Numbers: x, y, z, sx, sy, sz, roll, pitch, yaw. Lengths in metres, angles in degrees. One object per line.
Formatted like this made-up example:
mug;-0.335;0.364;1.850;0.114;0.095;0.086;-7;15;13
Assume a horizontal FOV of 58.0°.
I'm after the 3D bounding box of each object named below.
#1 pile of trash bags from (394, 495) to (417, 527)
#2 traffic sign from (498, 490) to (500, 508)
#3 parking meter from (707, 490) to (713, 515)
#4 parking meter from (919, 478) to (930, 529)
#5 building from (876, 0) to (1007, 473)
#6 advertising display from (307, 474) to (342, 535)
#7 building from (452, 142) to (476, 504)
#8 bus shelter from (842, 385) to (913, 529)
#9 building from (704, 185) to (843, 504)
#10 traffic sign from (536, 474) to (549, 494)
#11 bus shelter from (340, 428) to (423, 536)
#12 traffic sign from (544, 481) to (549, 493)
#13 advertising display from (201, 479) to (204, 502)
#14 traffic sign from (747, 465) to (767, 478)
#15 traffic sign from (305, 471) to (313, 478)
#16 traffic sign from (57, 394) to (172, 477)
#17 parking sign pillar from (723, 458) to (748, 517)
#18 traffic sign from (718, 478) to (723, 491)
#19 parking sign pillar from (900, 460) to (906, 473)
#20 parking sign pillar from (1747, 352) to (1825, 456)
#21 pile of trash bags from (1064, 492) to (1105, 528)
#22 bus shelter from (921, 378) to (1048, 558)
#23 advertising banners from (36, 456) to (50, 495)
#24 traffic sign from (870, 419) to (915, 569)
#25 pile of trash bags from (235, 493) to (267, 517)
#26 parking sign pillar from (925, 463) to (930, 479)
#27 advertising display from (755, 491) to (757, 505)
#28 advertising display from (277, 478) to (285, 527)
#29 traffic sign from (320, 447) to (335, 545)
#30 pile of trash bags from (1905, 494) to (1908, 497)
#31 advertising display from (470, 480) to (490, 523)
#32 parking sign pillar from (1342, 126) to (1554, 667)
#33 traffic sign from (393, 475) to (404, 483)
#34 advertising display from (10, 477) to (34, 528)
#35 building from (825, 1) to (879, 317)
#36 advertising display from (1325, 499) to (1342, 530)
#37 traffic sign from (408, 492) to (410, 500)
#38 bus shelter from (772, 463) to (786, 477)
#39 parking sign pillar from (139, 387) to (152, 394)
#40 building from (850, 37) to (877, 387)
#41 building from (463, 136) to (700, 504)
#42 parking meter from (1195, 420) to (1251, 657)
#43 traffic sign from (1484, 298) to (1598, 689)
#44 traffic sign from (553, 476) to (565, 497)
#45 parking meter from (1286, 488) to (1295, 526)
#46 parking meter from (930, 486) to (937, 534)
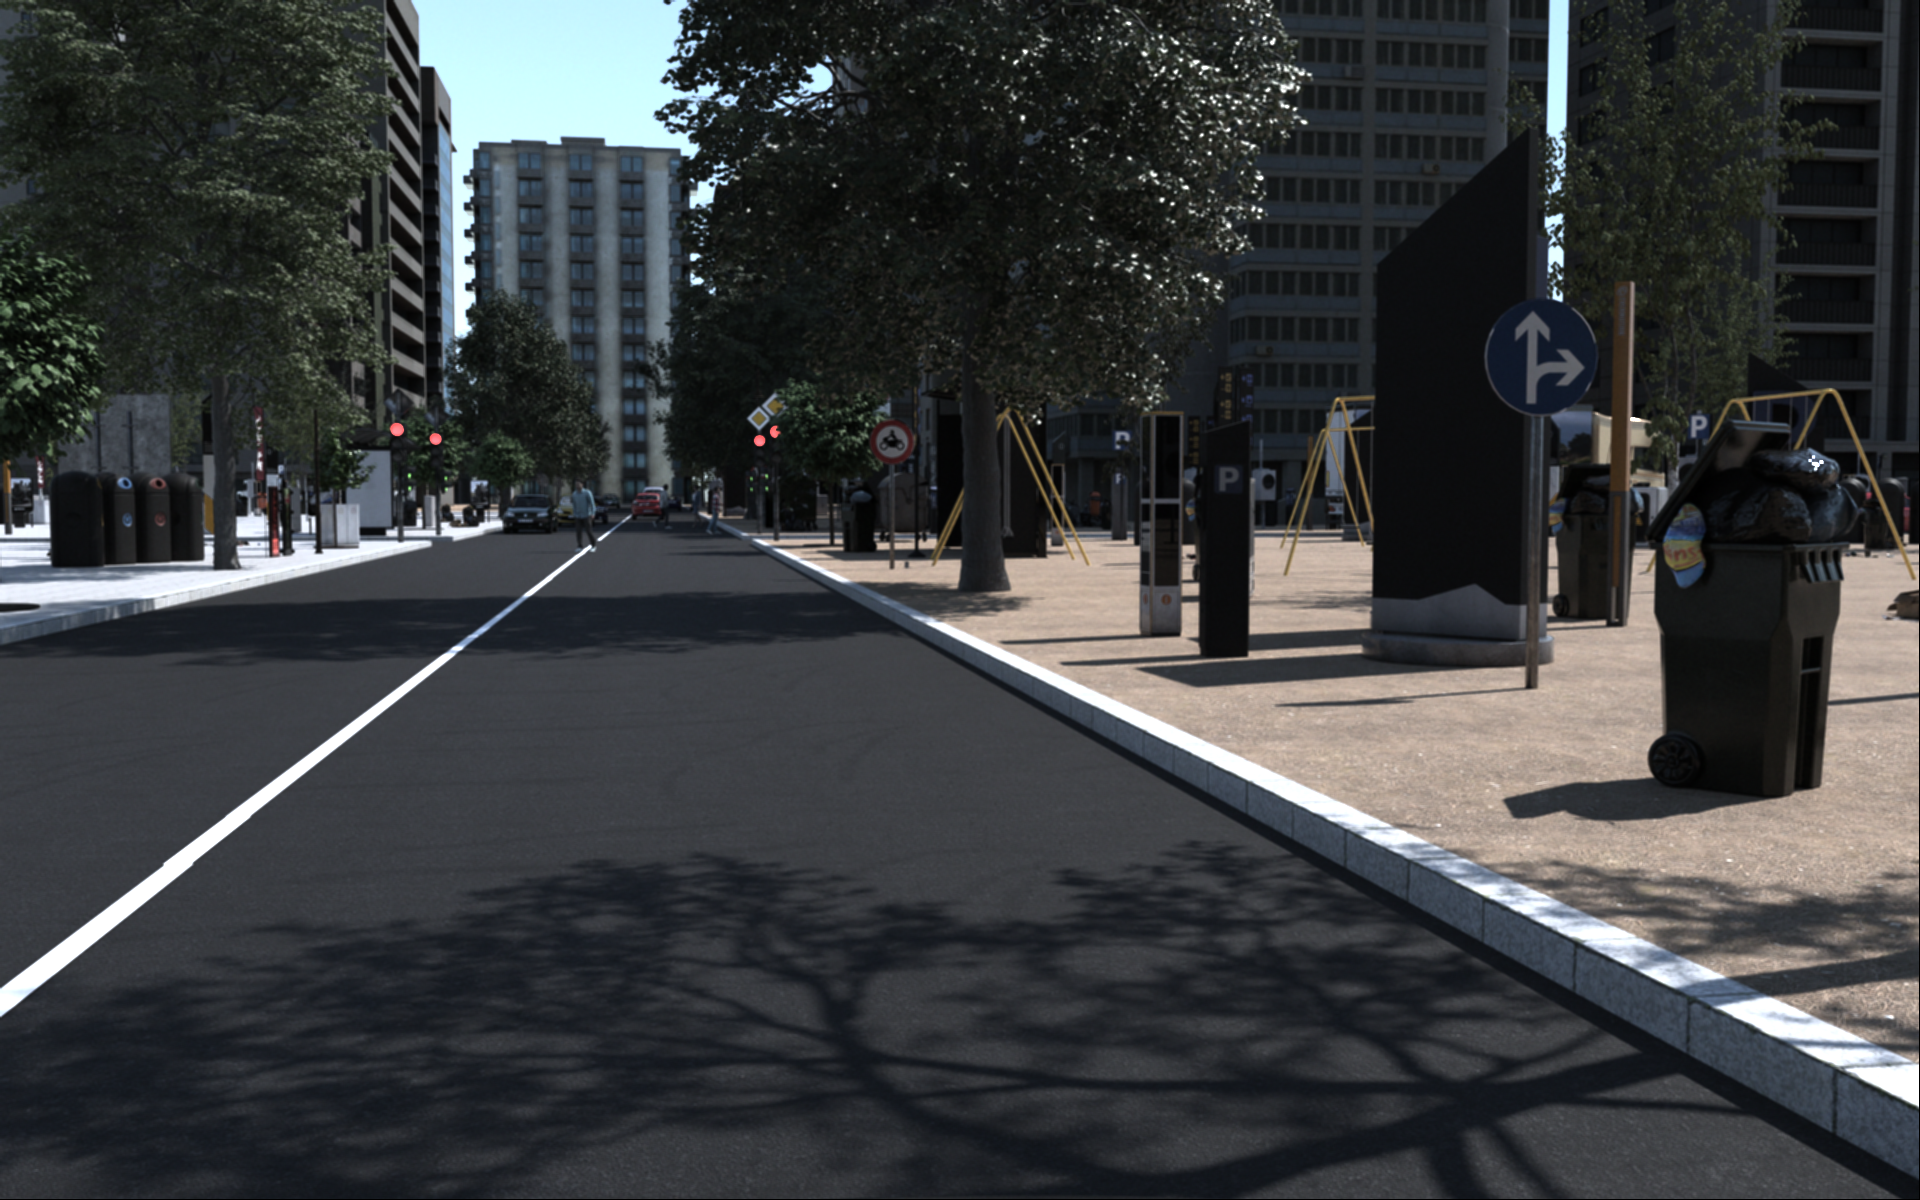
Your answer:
pile of trash bags;-22.471;-3.593;68.493;1.912;1.369;3.447;-1;4;-14
traffic sign;-28.253;-6.484;106.125;0.768;2.556;0.104;0;4;-5
parking meter;-15.528;-6.078;107.782;0.372;1.533;0.369;0;3;0
parking meter;-1.320;-3.514;63.169;0.399;1.863;0.255;1;4;16
building;-0.205;-28.261;145.660;14.154;41.232;14.086;-1;4;-10
advertising display;-20.044;-3.017;54.549;0.974;1.923;0.123;0;4;-3
building;-80.212;-39.260;231.137;27.495;52.752;28.713;-1;4;-10
bus shelter;-3.175;-5.144;61.739;2.179;5.291;8.768;-1;4;-10
building;-20.977;-35.716;238.585;28.867;44.769;22.147;-1;4;-10
traffic sign;-26.057;-6.605;108.104;0.768;2.556;0.104;0;4;-4
bus shelter;-18.683;-3.781;55.741;2.014;3.302;5.546;-1;4;-10
traffic sign;-30.282;-7.703;126.057;0.768;2.556;0.104;0;4;-1
advertising display;-32.357;-4.276;75.126;0.974;1.923;0.123;-1;4;-13
traffic sign;-6.721;-3.558;58.185;0.884;2.594;0.081;0;4;-3
traffic sign;-21.753;-3.596;58.796;0.884;2.594;0.081;-1;4;-10
traffic sign;-17.259;-2.537;35.347;2.265;3.308;0.079;0;4;-2
parking sign pillar;-12.843;-6.764;99.062;1.447;3.967;1.447;1;4;10
traffic sign;-15.178;-6.639;110.684;0.606;2.300;0.079;0;4;-5
parking sign pillar;-3.509;-7.704;114.435;1.447;3.967;1.447;-2;4;-29
parking sign pillar;15.572;-2.706;32.721;1.447;3.967;1.447;1;4;15
pile of trash bags;4.884;-3.490;66.816;1.912;1.369;3.447;-1;4;-9
bus shelter;0.468;-2.835;37.627;1.731;3.624;6.357;-1;4;-10
advertising banners;-41.840;-5.121;79.909;0.090;3.025;2.074;1;4;14
traffic sign;-1.161;-1.801;29.560;0.768;2.556;0.104;0;4;-6
pile of trash bags;-41.282;-5.450;98.853;3.447;1.369;1.912;-3;5;-40
parking sign pillar;-1.740;-7.791;115.855;1.447;3.967;1.447;3;4;38
advertising display;-12.969;-6.401;109.873;0.974;1.923;0.123;2;4;34
advertising display;-26.658;-3.843;68.049;0.123;1.923;0.974;-2;4;-31
traffic sign;-15.191;-2.563;42.016;0.768;2.556;0.104;0;4;-5
pile of trash bags;36.772;-3.507;67.095;1.912;1.369;3.447;3;5;41
advertising display;-21.559;-4.440;77.810;0.974;1.923;0.123;1;4;17
parking sign pillar;3.880;-1.525;13.413;1.447;3.967;1.447;-3;5;-43
traffic sign;-23.065;-4.294;71.393;0.795;2.450;0.064;0;4;-1
advertising display;-35.919;-3.725;66.114;0.974;1.923;0.123;-1;4;-14
building;1.319;-36.225;181.512;28.713;52.752;27.495;-1;4;-10
advertising display;13.349;-3.470;61.949;0.123;1.923;0.974;3;5;42
traffic sign;-24.551;-4.711;77.125;0.768;2.556;0.104;0;4;-2
bus shelter;-11.005;-8.001;108.449;2.179;5.291;8.768;-1;4;-10
parking sign pillar;-20.886;-3.353;43.298;1.447;3.967;1.447;3;4;36
building;-2.422;-31.184;159.971;14.600;45.320;14.200;-1;4;-10
building;-50.827;-37.635;234.942;30.456;49.044;23.786;-1;4;-10
parking meter;2.073;-0.487;13.675;0.399;1.863;0.255;0;4;-4
traffic sign;3.775;-0.688;11.361;0.768;2.556;0.104;0;4;-7
traffic sign;-28.635;-7.562;123.649;0.884;2.594;0.081;0;4;-4
parking meter;13.497;-3.812;70.741;0.372;1.533;0.369;0;3;0
parking meter;-0.780;-2.884;55.565;0.372;1.533;0.369;0;3;0
